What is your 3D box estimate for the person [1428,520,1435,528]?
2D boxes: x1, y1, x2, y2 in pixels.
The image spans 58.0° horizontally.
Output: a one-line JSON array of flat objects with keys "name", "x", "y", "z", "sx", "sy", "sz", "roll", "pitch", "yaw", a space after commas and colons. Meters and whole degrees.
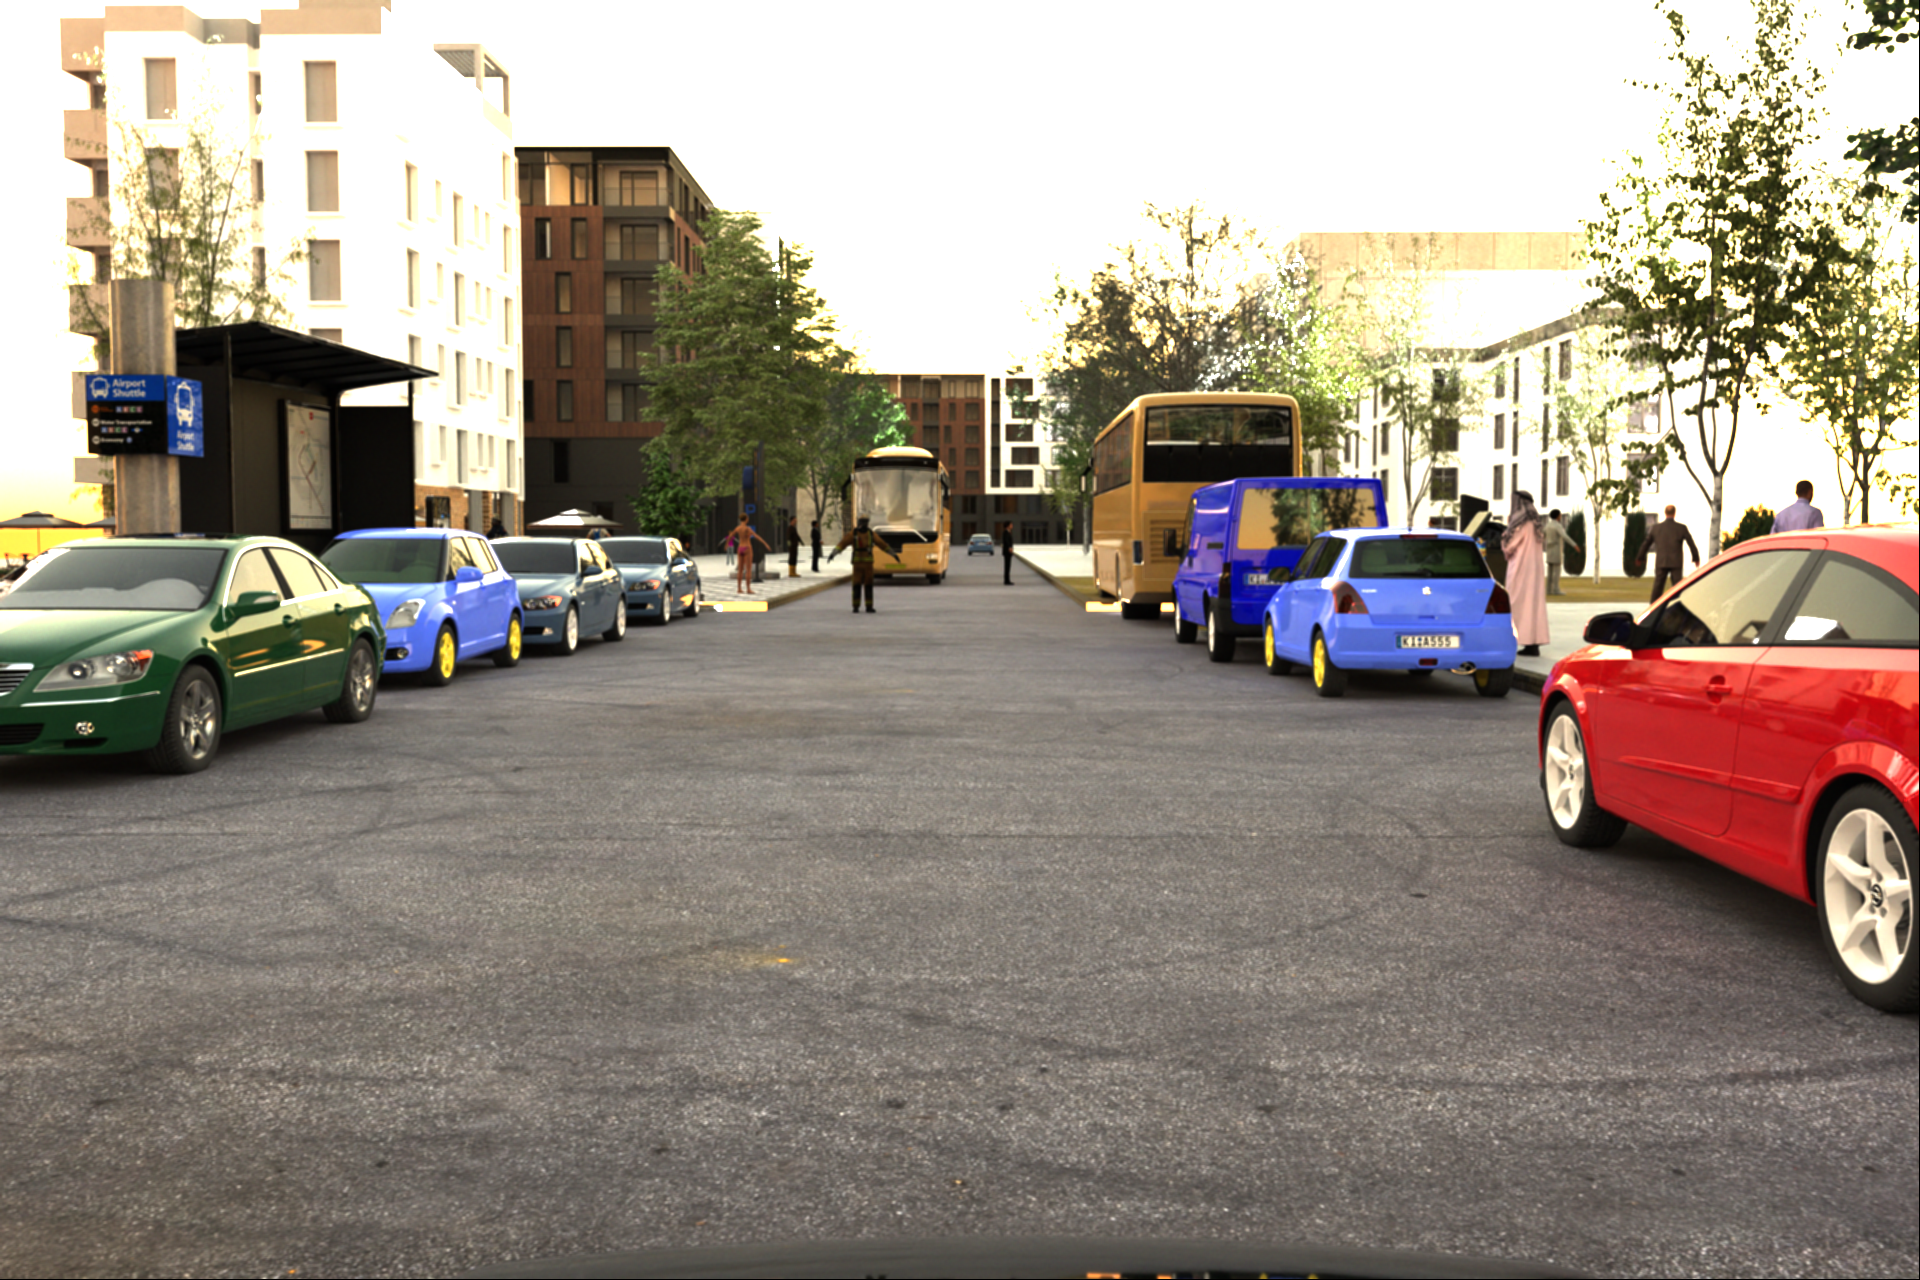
[{"name": "person", "x": 16.683, "y": -3.372, "z": 61.400, "sx": 0.705, "sy": 1.796, "sz": 1.348, "roll": 3, "pitch": 4, "yaw": 36}]

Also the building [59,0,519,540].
[{"name": "building", "x": -23.170, "y": -12.298, "z": 57.485, "sx": 16.016, "sy": 20.090, "sz": 11.380, "roll": 0, "pitch": 4, "yaw": 1}]

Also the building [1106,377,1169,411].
[{"name": "building", "x": 25.925, "y": -20.600, "z": 203.268, "sx": 16.747, "sy": 18.905, "sz": 31.486, "roll": 0, "pitch": 4, "yaw": 1}]

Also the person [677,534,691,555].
[{"name": "person", "x": -7.562, "y": -2.520, "z": 47.421, "sx": 0.704, "sy": 1.802, "sz": 1.346, "roll": -2, "pitch": 4, "yaw": -24}]

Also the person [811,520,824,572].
[{"name": "person", "x": -4.801, "y": -3.163, "z": 58.442, "sx": 0.721, "sy": 1.740, "sz": 1.216, "roll": -1, "pitch": 4, "yaw": -18}]

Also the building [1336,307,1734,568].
[{"name": "building", "x": 24.278, "y": -8.327, "z": 78.295, "sx": 9.099, "sy": 9.664, "sz": 28.070, "roll": 0, "pitch": 4, "yaw": 1}]

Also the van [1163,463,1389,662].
[{"name": "van", "x": 3.757, "y": -1.017, "z": 21.016, "sx": 2.240, "sy": 2.365, "sz": 5.245, "roll": 0, "pitch": 4, "yaw": 0}]

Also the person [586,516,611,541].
[{"name": "person", "x": -10.988, "y": -2.879, "z": 52.920, "sx": 1.347, "sy": 1.847, "sz": 0.705, "roll": 2, "pitch": 4, "yaw": 30}]

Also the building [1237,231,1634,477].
[{"name": "building", "x": 28.279, "y": -14.884, "z": 109.804, "sx": 16.747, "sy": 18.905, "sz": 31.486, "roll": 0, "pitch": 4, "yaw": 1}]

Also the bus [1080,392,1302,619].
[{"name": "bus", "x": 3.964, "y": -2.471, "z": 31.955, "sx": 2.896, "sy": 3.916, "sz": 12.252, "roll": 0, "pitch": 4, "yaw": 1}]

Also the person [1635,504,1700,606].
[{"name": "person", "x": 11.416, "y": -1.304, "z": 27.916, "sx": 0.990, "sy": 1.755, "sz": 0.434, "roll": 2, "pitch": 4, "yaw": 35}]

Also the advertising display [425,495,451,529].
[{"name": "advertising display", "x": -8.832, "y": -1.477, "z": 29.358, "sx": 0.123, "sy": 1.923, "sz": 0.974, "roll": 0, "pitch": 4, "yaw": 1}]

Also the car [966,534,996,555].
[{"name": "car", "x": 1.423, "y": -6.450, "z": 117.464, "sx": 2.014, "sy": 1.417, "sz": 4.499, "roll": 0, "pitch": 4, "yaw": 1}]

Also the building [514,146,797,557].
[{"name": "building", "x": -25.710, "y": -16.139, "z": 107.841, "sx": 27.936, "sy": 21.610, "sz": 32.646, "roll": 0, "pitch": 4, "yaw": 0}]

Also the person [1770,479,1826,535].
[{"name": "person", "x": 8.705, "y": -0.726, "z": 17.781, "sx": 0.599, "sy": 1.838, "sz": 0.709, "roll": -2, "pitch": 4, "yaw": -32}]

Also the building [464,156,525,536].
[{"name": "building", "x": -26.988, "y": -13.296, "z": 73.810, "sx": 16.016, "sy": 20.090, "sz": 11.380, "roll": 0, "pitch": 4, "yaw": 1}]

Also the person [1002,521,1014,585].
[{"name": "person", "x": 1.379, "y": -2.466, "z": 48.960, "sx": 0.705, "sy": 1.806, "sz": 1.347, "roll": 0, "pitch": 4, "yaw": 2}]

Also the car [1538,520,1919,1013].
[{"name": "car", "x": 3.643, "y": 0.146, "z": 6.654, "sx": 2.155, "sy": 1.783, "sz": 4.494, "roll": 0, "pitch": 4, "yaw": 1}]

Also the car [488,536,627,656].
[{"name": "car", "x": -5.408, "y": -0.608, "z": 21.941, "sx": 2.014, "sy": 1.417, "sz": 4.499, "roll": 0, "pitch": 4, "yaw": 1}]

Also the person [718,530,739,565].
[{"name": "person", "x": -9.543, "y": -3.832, "z": 71.927, "sx": 0.991, "sy": 1.433, "sz": 0.599, "roll": 0, "pitch": 4, "yaw": -8}]

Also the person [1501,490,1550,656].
[{"name": "person", "x": 5.917, "y": -0.707, "z": 18.276, "sx": 0.621, "sy": 1.740, "sz": 0.551, "roll": 1, "pitch": 4, "yaw": 22}]

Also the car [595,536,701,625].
[{"name": "car", "x": -5.429, "y": -1.021, "z": 28.701, "sx": 2.014, "sy": 1.417, "sz": 4.499, "roll": 0, "pitch": 4, "yaw": 1}]

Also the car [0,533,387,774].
[{"name": "car", "x": -5.459, "y": -0.003, "z": 11.843, "sx": 2.131, "sy": 1.459, "sz": 4.920, "roll": 0, "pitch": 4, "yaw": 0}]

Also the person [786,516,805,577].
[{"name": "person", "x": -4.934, "y": -2.776, "z": 51.518, "sx": 0.704, "sy": 1.812, "sz": 1.346, "roll": 1, "pitch": 4, "yaw": 13}]

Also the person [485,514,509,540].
[{"name": "person", "x": -13.350, "y": -2.692, "z": 49.792, "sx": 1.354, "sy": 1.856, "sz": 0.705, "roll": 3, "pitch": 4, "yaw": 36}]

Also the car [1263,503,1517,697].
[{"name": "car", "x": 3.980, "y": -0.425, "z": 16.539, "sx": 1.945, "sy": 1.707, "sz": 3.694, "roll": 0, "pitch": 4, "yaw": 0}]

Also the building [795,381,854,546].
[{"name": "building", "x": -21.908, "y": -22.316, "z": 195.799, "sx": 19.493, "sy": 23.208, "sz": 18.063, "roll": 0, "pitch": 4, "yaw": 0}]

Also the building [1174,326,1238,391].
[{"name": "building", "x": 28.724, "y": -17.589, "z": 154.043, "sx": 16.747, "sy": 18.905, "sz": 31.486, "roll": 0, "pitch": 4, "yaw": 1}]

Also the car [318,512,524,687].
[{"name": "car", "x": -5.634, "y": -0.477, "z": 17.391, "sx": 1.945, "sy": 1.707, "sz": 3.694, "roll": 0, "pitch": 4, "yaw": 1}]

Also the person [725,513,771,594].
[{"name": "person", "x": -4.612, "y": -1.876, "z": 37.470, "sx": 1.217, "sy": 1.733, "sz": 0.721, "roll": 2, "pitch": 4, "yaw": 30}]

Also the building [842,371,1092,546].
[{"name": "building", "x": 0.848, "y": -23.410, "z": 229.182, "sx": 32.646, "sy": 21.610, "sz": 27.936, "roll": 0, "pitch": 4, "yaw": -1}]

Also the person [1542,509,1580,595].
[{"name": "person", "x": 12.556, "y": -1.854, "z": 36.494, "sx": 0.705, "sy": 1.806, "sz": 1.347, "roll": -1, "pitch": 4, "yaw": -16}]

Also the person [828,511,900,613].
[{"name": "person", "x": -1.768, "y": -1.430, "z": 31.613, "sx": 1.354, "sy": 1.858, "sz": 0.705, "roll": -1, "pitch": 4, "yaw": -16}]
